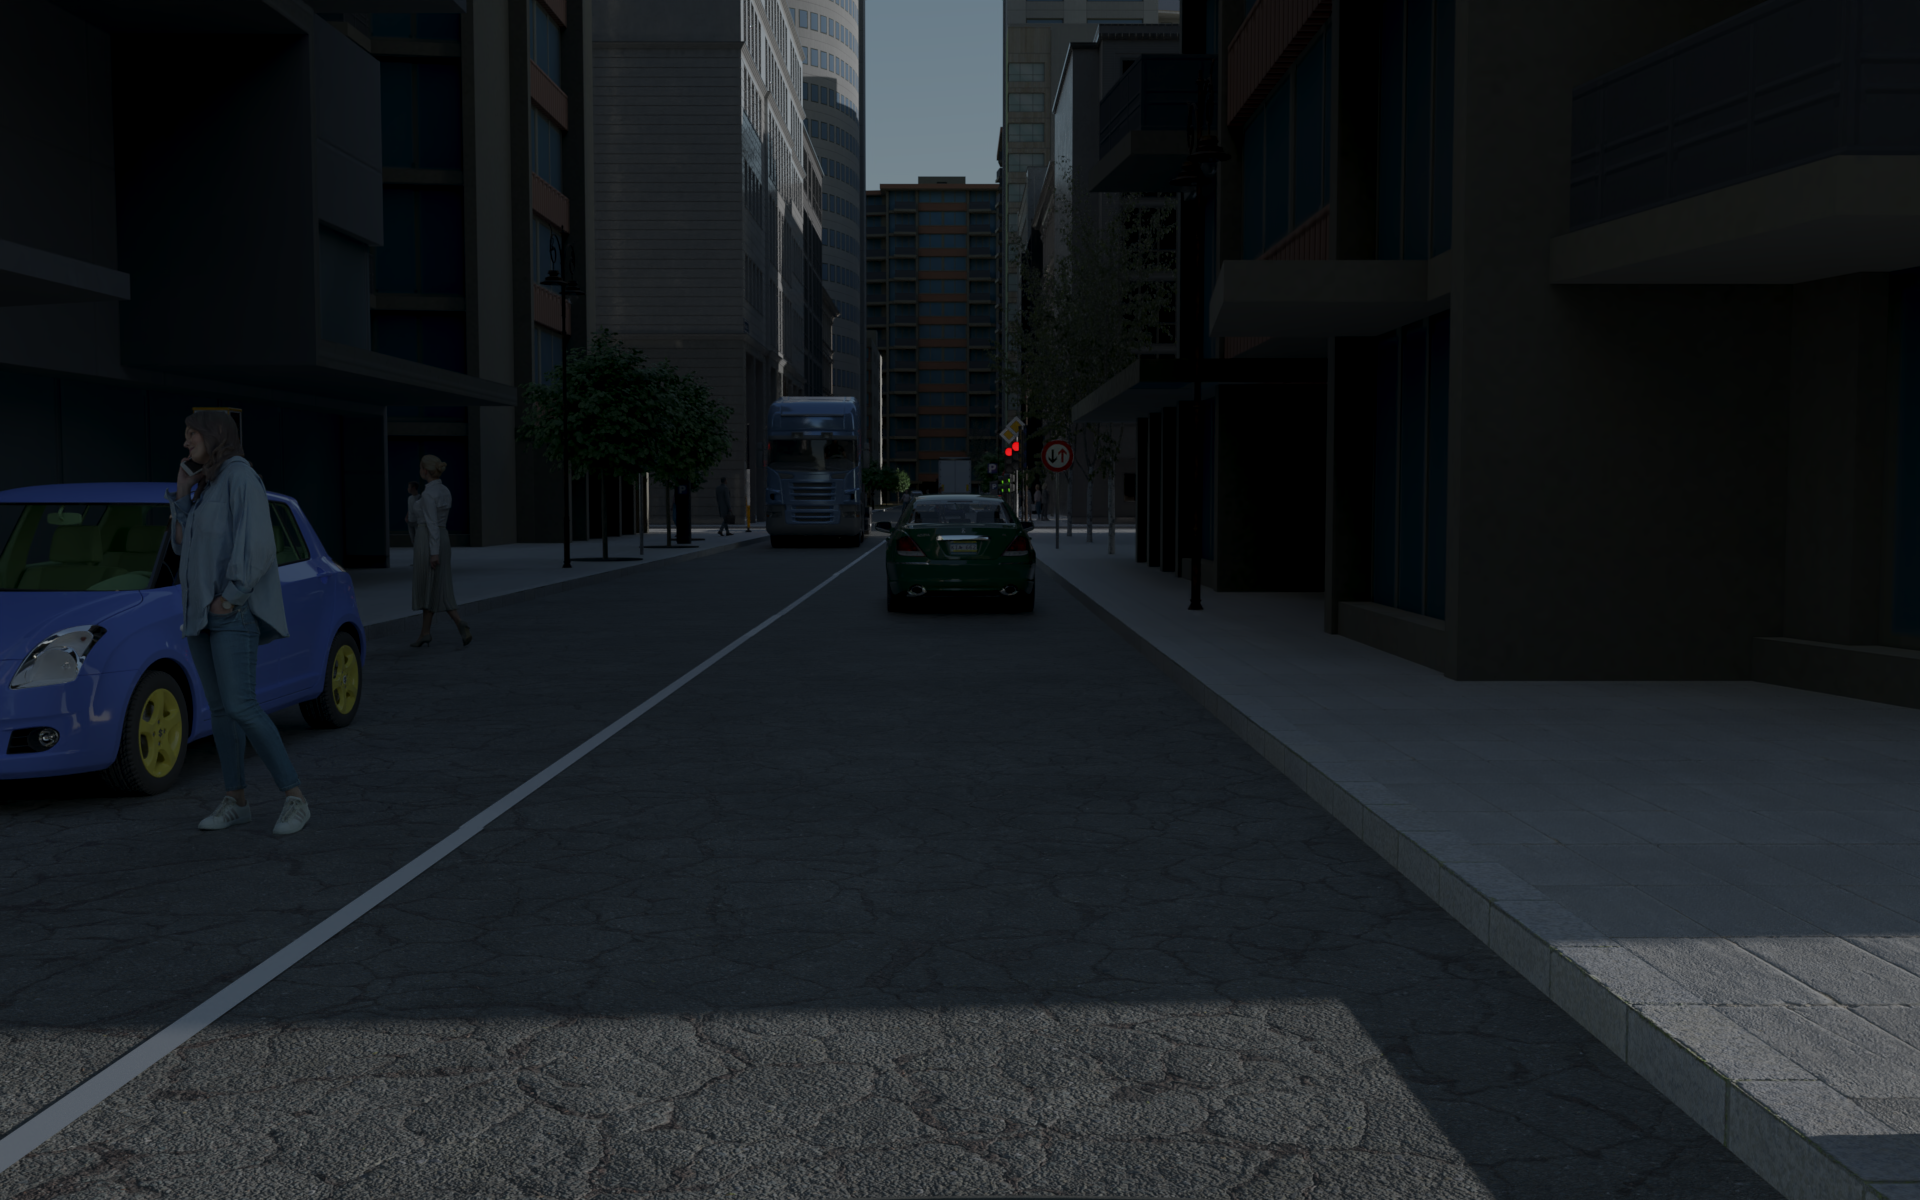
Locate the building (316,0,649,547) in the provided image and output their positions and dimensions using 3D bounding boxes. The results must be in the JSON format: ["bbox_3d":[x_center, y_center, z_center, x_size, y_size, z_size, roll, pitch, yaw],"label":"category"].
[{"bbox_3d":[-23.555,-24.016,47.291,28.867,44.769,22.147,0,4,0],"label":"building"}]

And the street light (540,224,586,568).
[{"bbox_3d":[-6.827,-3.494,29.916,0.468,5.910,1.993,0,4,0],"label":"street light"}]

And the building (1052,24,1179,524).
[{"bbox_3d":[19.606,-15.878,78.676,30.058,24.678,14.314,0,4,0],"label":"building"}]

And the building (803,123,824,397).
[{"bbox_3d":[-16.794,-19.556,113.254,14.314,27.812,24.014,0,4,0],"label":"building"}]

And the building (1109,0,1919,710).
[{"bbox_3d":[12.985,-22.277,18.856,22.147,44.769,28.867,0,4,0],"label":"building"}]

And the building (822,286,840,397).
[{"bbox_3d":[-15.202,-16.545,135.136,10.561,19.102,19.286,0,4,0],"label":"building"}]

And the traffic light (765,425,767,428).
[{"bbox_3d":[-6.563,-4.474,62.078,0.839,4.253,0.868,0,4,0],"label":"traffic light"}]

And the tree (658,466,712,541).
[{"bbox_3d":[-7.489,-3.263,47.955,1.663,3.219,1.824,0,3,0],"label":"tree"}]

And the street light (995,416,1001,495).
[{"bbox_3d":[2.282,-7.932,102.474,0.468,5.910,1.993,0,4,0],"label":"street light"}]

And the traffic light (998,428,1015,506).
[{"bbox_3d":[1.962,-4.966,70.118,0.839,4.253,0.868,0,4,0],"label":"traffic light"}]

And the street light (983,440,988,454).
[{"bbox_3d":[2.105,-10.528,144.914,0.468,5.910,1.993,0,4,0],"label":"street light"}]

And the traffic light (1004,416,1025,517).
[{"bbox_3d":[1.998,-4.478,62.133,0.839,4.253,0.868,0,4,0],"label":"traffic light"}]

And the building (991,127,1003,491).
[{"bbox_3d":[15.340,-33.609,204.135,22.147,44.769,28.867,0,4,0],"label":"building"}]

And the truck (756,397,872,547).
[{"bbox_3d":[-4.124,-3.914,53.747,2.967,4.110,18.799,0,4,-2],"label":"truck"}]

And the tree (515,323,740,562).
[{"bbox_3d":[-6.784,-3.040,33.426,4.285,4.588,4.351,0,3,0],"label":"tree"}]

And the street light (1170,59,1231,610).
[{"bbox_3d":[2.613,-2.828,19.026,0.468,5.910,1.993,0,4,0],"label":"street light"}]

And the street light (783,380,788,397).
[{"bbox_3d":[-7.076,-5.968,70.366,0.468,5.910,1.993,0,4,0],"label":"street light"}]

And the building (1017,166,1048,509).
[{"bbox_3d":[10.829,-19.397,135.165,12.078,24.808,19.932,0,4,0],"label":"building"}]

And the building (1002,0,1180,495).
[{"bbox_3d":[14.781,-38.729,175.220,21.231,58.520,28.212,0,4,0],"label":"building"}]

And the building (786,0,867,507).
[{"bbox_3d":[-19.781,-37.693,158.285,21.231,58.520,28.212,0,4,0],"label":"building"}]

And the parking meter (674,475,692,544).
[{"bbox_3d":[-7.117,-2.371,44.483,0.399,1.863,0.255,0,4,1],"label":"parking meter"}]

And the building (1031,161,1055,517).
[{"bbox_3d":[10.291,-16.050,98.573,11.583,22.565,21.152,0,4,0],"label":"building"}]

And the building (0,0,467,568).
[{"bbox_3d":[-20.912,-26.022,14.705,28.713,52.752,27.495,0,4,0],"label":"building"}]

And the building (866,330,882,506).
[{"bbox_3d":[-24.281,-22.044,205.457,28.899,21.520,27.650,0,4,0],"label":"building"}]

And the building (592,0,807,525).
[{"bbox_3d":[-14.416,-18.865,85.943,11.434,29.767,29.804,0,4,0],"label":"building"}]

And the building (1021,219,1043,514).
[{"bbox_3d":[10.592,-17.581,117.132,12.332,23.373,15.834,0,4,0],"label":"building"}]

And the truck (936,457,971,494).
[{"bbox_3d":[-0.478,-9.111,137.881,2.839,4.237,11.283,0,4,-1],"label":"truck"}]

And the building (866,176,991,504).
[{"bbox_3d":[-3.195,-35.889,241.402,28.867,44.769,22.147,0,4,0],"label":"building"}]

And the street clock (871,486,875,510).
[{"bbox_3d":[-7.069,-8.325,140.680,0.358,2.002,0.471,-1,4,-13],"label":"street clock"}]

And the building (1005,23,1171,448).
[{"bbox_3d":[11.048,-28.809,154.621,14.154,41.232,14.086,0,4,0],"label":"building"}]

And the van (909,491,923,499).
[{"bbox_3d":[-5.156,-12.188,206.278,2.013,2.044,4.112,0,4,-1],"label":"van"}]

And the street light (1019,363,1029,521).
[{"bbox_3d":[2.346,-5.421,61.420,0.468,5.910,1.993,0,4,0],"label":"street light"}]

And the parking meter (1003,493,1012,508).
[{"bbox_3d":[2.446,-5.102,89.126,0.399,1.863,0.255,-1,4,-10],"label":"parking meter"}]
